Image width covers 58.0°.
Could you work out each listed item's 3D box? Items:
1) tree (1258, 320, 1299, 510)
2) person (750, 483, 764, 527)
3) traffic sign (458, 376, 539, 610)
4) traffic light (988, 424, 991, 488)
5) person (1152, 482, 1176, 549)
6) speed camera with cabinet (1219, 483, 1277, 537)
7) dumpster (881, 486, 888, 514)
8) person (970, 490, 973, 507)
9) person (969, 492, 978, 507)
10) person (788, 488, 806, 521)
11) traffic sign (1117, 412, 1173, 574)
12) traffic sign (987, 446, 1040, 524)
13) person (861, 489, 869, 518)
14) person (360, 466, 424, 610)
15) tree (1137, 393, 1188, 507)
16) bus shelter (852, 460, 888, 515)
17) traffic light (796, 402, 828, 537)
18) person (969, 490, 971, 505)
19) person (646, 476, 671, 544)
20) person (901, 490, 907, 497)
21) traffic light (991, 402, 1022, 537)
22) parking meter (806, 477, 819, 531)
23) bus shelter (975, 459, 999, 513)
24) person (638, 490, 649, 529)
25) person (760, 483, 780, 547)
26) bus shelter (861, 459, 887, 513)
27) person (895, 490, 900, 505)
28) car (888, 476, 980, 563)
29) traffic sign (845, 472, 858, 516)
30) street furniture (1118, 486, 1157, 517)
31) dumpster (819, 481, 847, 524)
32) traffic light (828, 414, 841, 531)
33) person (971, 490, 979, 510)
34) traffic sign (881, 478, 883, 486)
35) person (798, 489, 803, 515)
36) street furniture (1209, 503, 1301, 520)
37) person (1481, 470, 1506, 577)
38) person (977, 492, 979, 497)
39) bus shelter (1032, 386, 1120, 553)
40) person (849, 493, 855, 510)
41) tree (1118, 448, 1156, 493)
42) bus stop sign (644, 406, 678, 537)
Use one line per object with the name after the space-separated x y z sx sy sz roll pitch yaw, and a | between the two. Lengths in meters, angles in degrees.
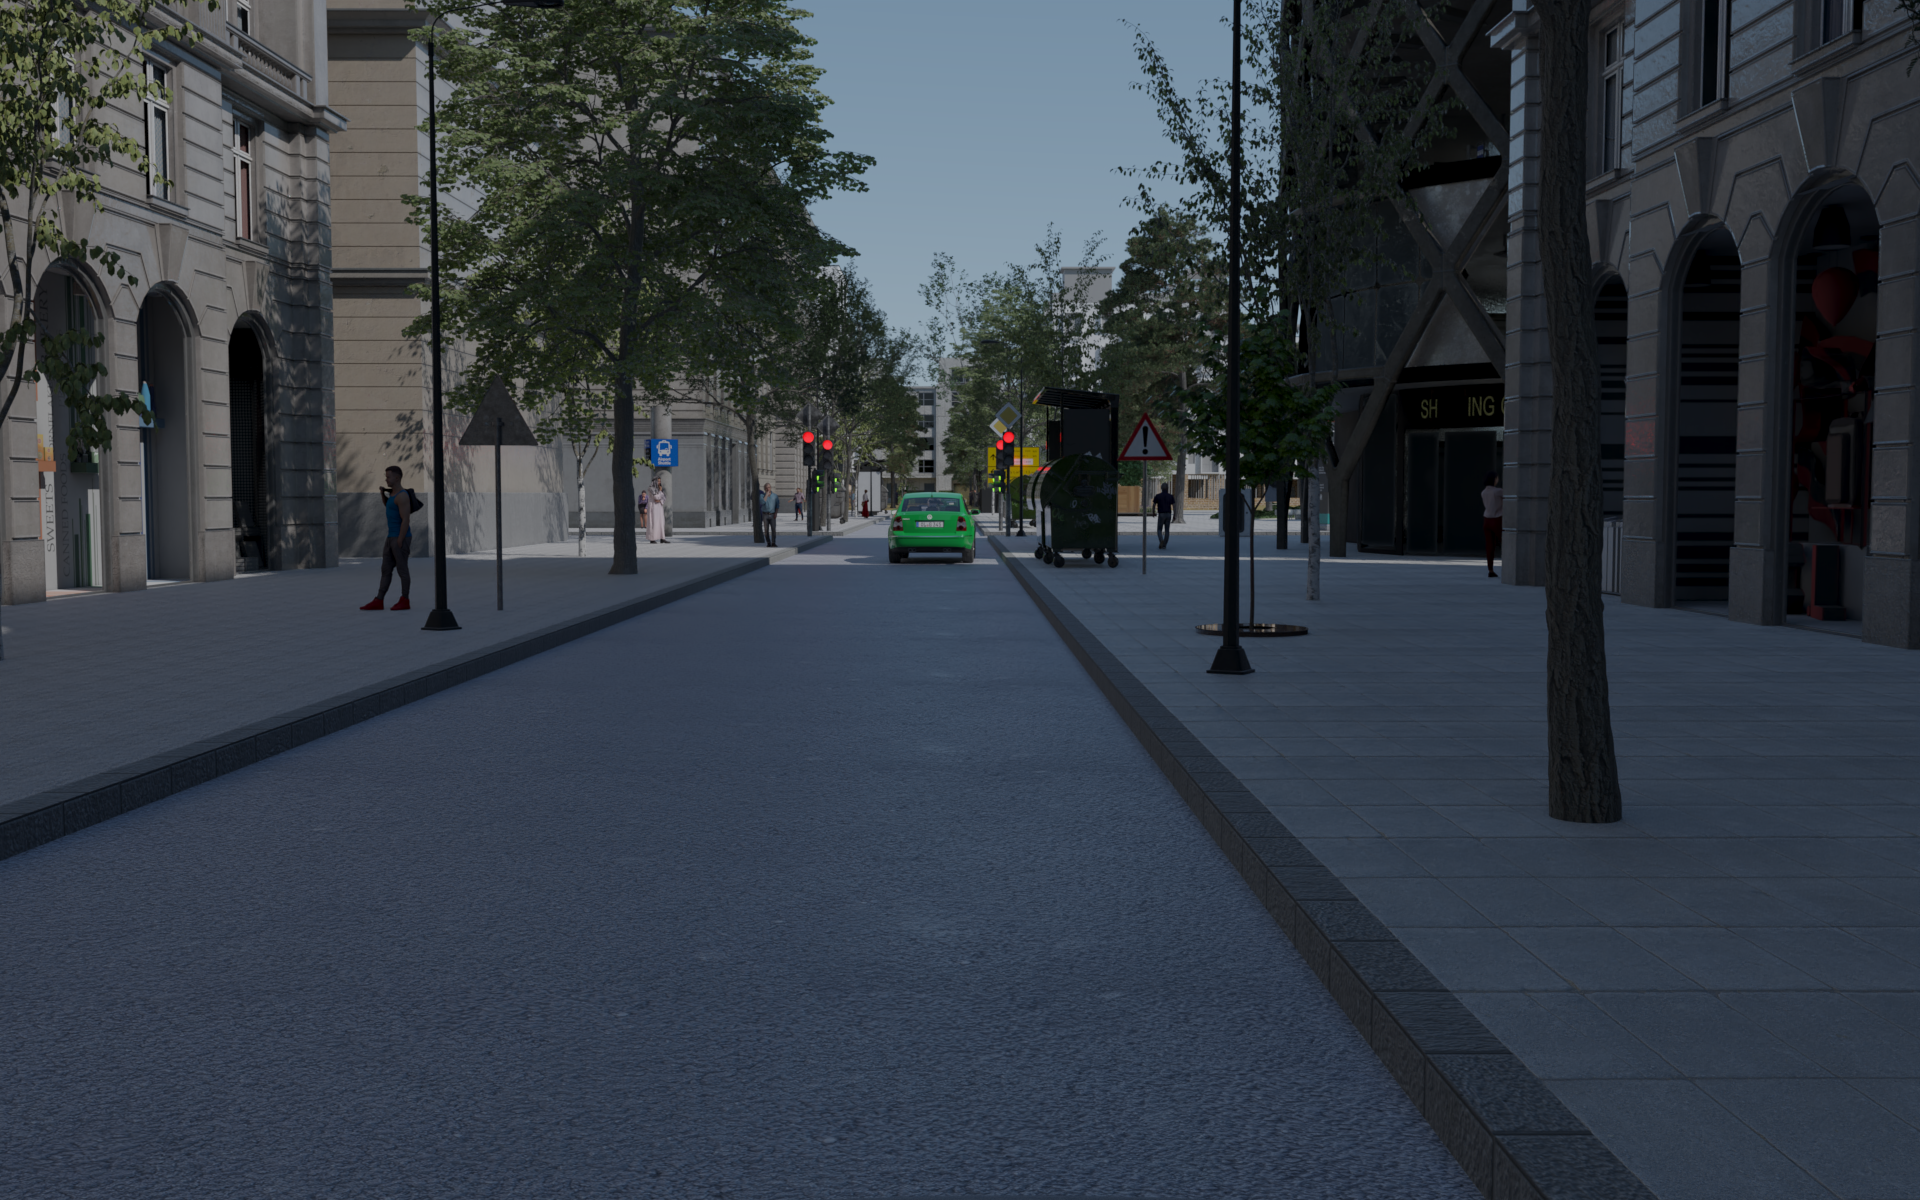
18.749 -11.204 105.242 6.751 12.117 7.091 0 3 0 | tree
-7.974 -3.765 68.305 0.576 1.737 0.504 -1 4 -21 | person
-5.073 -1.164 19.038 0.884 2.594 0.081 0 4 2 | traffic sign
1.404 -4.343 60.258 0.839 4.213 0.868 0 4 0 | traffic light
4.696 -1.965 40.384 0.569 1.553 0.471 3 4 36 | person
8.819 -3.522 51.920 2.038 3.252 0.660 1 4 18 | speed camera with cabinet
-5.273 -6.485 111.787 1.264 1.857 1.865 0 4 0 | dumpster
1.320 -10.468 178.120 0.541 1.710 0.530 -1 4 -8 | person
1.498 -10.455 176.994 1.348 1.823 0.705 1 4 10 | person
-7.700 -4.555 82.478 0.963 1.587 0.435 1 4 16 | person
2.947 -1.689 27.619 0.884 2.594 0.081 0 4 0 | traffic sign
2.274 -4.884 73.720 2.265 3.308 0.079 0 4 3 | traffic sign
-5.003 -5.072 91.432 0.387 1.526 0.523 1 4 10 | person
-6.293 -0.689 19.180 0.647 1.594 0.662 3 5 44 | person
13.955 -12.906 129.144 7.486 12.596 7.792 0 3 0 | tree
-5.536 -6.920 107.063 2.014 3.302 5.546 0 3 0 | bus shelter
-4.523 -3.852 52.232 0.839 4.213 0.868 0 4 0 | traffic light
1.239 -11.582 196.203 0.445 1.727 0.742 0 4 3 | person
-7.822 -2.324 44.702 0.621 1.740 0.551 0 4 8 | person
-5.564 -10.475 178.021 1.217 1.736 0.721 2 4 33 | person
1.438 -3.855 52.273 0.839 4.213 0.868 0 4 0 | traffic light
-5.073 -3.291 59.523 0.399 1.863 0.255 2 4 28 | parking meter
1.875 -7.795 118.726 1.731 3.624 6.357 0 4 0 | bus shelter
-11.721 -3.359 64.201 0.421 1.427 0.697 -1 4 -15 | person
-4.564 -2.044 41.670 0.499 1.552 0.429 1 4 14 | person
-5.995 -7.860 119.796 1.731 3.624 6.357 0 4 0 | bus shelter
-7.122 -11.726 198.204 0.568 1.767 0.683 1 4 10 | person
-0.558 -1.747 37.363 1.959 1.807 4.718 0 4 1 | car
-6.257 -6.123 100.215 0.768 2.556 0.104 0 4 5 | traffic sign
9.181 -5.802 101.721 9.812 1.723 11.010 0 4 1 | street furniture
-5.540 -4.184 74.166 1.264 1.857 1.865 0 4 0 | dumpster
-4.557 -4.341 60.217 0.839 4.213 0.868 0 4 0 | traffic light
1.524 -8.245 141.655 0.742 1.727 0.445 0 4 7 | person
-6.022 -7.792 127.503 0.768 2.556 0.104 0 4 3 | traffic sign
-9.802 -5.988 105.657 0.444 1.614 0.593 0 4 5 | person
17.301 -4.560 90.183 5.734 0.657 10.072 3 5 45 | street furniture
8.313 -1.172 26.667 0.566 1.644 0.517 1 4 8 | person
2.225 -10.786 182.920 0.617 1.759 0.750 2 4 31 | person
2.694 -3.036 40.930 1.731 3.624 6.357 0 4 0 | bus shelter
-7.881 -7.272 127.153 0.429 1.552 0.499 -3 5 -41 | person
10.923 -7.820 111.568 4.285 4.588 4.351 0 3 0 | tree
-8.952 -3.848 51.935 0.837 3.901 0.837 -1 4 -23 | bus stop sign
